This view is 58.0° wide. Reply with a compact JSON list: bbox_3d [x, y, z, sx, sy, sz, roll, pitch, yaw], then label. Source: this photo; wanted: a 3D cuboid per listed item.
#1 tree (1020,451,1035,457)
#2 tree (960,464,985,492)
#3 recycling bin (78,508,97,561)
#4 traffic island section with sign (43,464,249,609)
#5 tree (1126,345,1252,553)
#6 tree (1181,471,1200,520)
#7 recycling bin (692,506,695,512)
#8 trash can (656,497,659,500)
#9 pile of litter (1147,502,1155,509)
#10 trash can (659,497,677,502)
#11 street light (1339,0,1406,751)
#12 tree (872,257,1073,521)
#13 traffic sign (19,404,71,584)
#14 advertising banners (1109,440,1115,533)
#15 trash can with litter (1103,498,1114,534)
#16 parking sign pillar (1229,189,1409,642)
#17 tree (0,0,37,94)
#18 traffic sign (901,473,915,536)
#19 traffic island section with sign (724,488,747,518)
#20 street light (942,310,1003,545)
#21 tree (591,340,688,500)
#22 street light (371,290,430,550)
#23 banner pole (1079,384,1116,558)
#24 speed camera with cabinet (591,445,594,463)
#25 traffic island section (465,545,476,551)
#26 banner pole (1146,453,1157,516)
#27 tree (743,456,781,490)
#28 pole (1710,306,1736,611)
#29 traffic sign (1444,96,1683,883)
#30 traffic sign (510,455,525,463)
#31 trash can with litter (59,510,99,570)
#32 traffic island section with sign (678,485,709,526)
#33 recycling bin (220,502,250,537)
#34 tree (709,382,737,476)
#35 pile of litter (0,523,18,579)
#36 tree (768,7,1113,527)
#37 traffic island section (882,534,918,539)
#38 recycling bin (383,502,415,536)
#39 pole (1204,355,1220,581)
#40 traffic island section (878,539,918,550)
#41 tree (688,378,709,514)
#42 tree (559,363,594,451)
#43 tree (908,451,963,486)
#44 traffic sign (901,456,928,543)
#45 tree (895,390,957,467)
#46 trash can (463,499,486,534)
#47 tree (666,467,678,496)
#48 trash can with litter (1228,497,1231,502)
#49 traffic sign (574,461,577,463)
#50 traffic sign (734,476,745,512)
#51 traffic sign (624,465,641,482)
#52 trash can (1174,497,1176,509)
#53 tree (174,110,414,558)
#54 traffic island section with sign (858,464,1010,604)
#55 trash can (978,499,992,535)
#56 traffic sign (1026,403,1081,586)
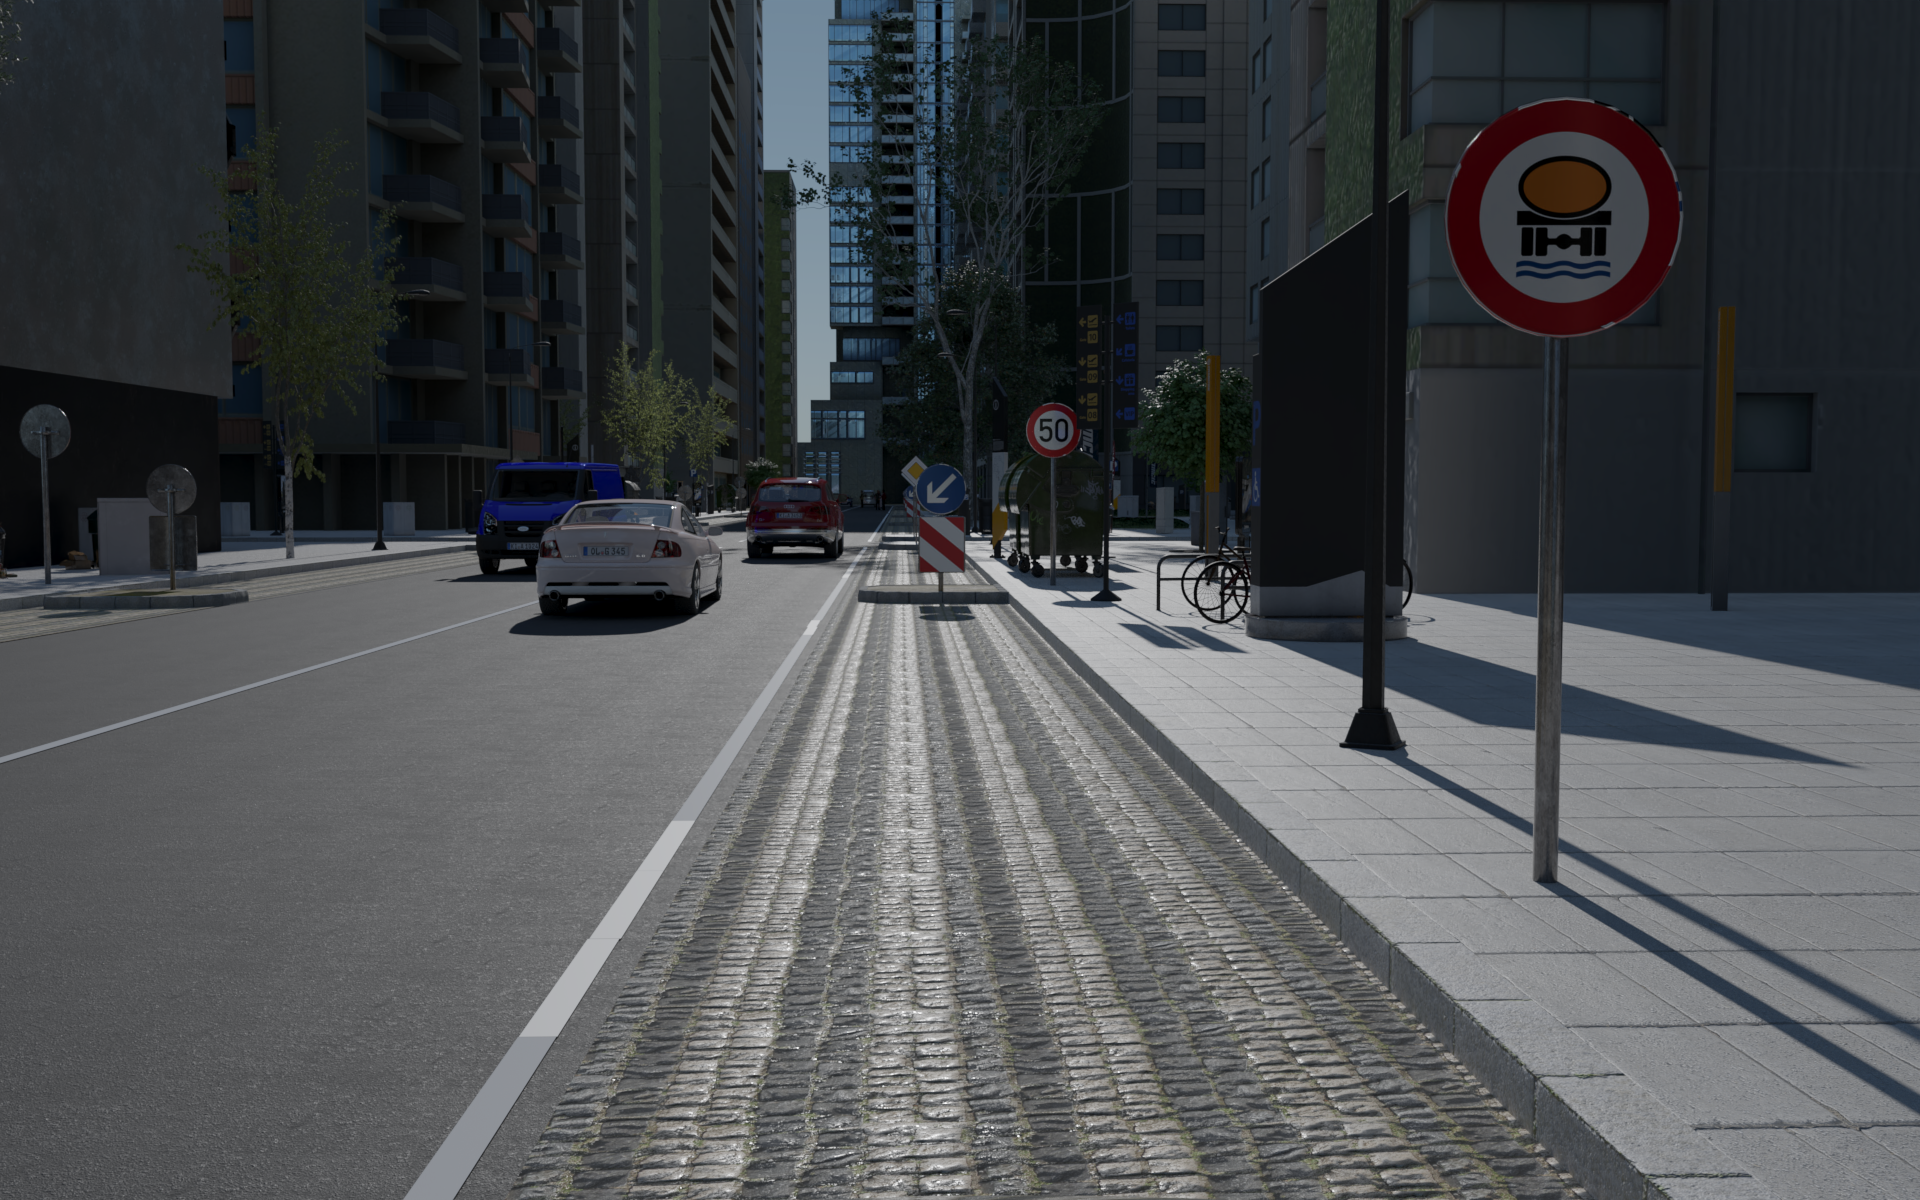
[{"bbox_3d":[2.187,-2.888,41.814,1.663,3.219,1.824,0,3,0],"label":"tree"},{"bbox_3d":[0.611,-6.087,94.122,1.663,3.219,1.824,0,3,0],"label":"tree"},{"bbox_3d":[-15.766,-1.192,32.051,0.722,1.027,0.722,1,4,16],"label":"recycling bin"},{"bbox_3d":[-10.412,-0.845,22.438,1.989,1.847,2.006,0,4,-2],"label":"traffic island section with sign"},{"bbox_3d":[5.386,-3.330,38.163,4.285,4.588,4.351,0,3,0],"label":"tree"},{"bbox_3d":[11.546,-5.491,84.387,1.663,3.219,1.824,0,3,0],"label":"tree"},{"bbox_3d":[-18.422,-6.693,121.984,0.722,1.027,0.722,-1,4,-22],"label":"recycling bin"},{"bbox_3d":[-17.478,-5.486,101.349,0.748,1.137,0.748,0,3,0],"label":"trash can"},{"bbox_3d":[11.073,-5.287,100.400,1.719,0.858,1.176,1,4,18],"label":"pile of litter"},{"bbox_3d":[-15.166,-4.838,90.752,0.748,1.137,0.748,0,3,0],"label":"trash can"},{"bbox_3d":[1.563,-2.208,8.640,1.470,5.913,1.316,0,4,-2],"label":"street light"},{"bbox_3d":[0.644,-10.198,83.748,9.611,12.733,9.660,0,3,0],"label":"tree"},{"bbox_3d":[-12.989,-1.498,24.593,0.768,2.556,0.104,0,4,6],"label":"traffic sign"},{"bbox_3d":[4.968,-3.723,57.057,0.090,3.025,2.074,0,4,-1],"label":"advertising banners"},{"bbox_3d":[4.334,-2.670,55.036,1.055,1.170,0.624,-1,4,-12],"label":"trash can with litter"},{"bbox_3d":[3.306,-1.657,15.564,1.447,3.967,1.447,0,4,-2],"label":"parking sign pillar"},{"bbox_3d":[-13.491,-6.348,14.165,12.009,13.543,11.850,0,3,0],"label":"tree"},{"bbox_3d":[-1.419,-3.036,53.278,0.795,2.450,0.064,0,4,-2],"label":"traffic sign"},{"bbox_3d":[-13.229,-5.893,104.982,1.989,1.847,2.006,0,4,-2],"label":"traffic island section with sign"},{"bbox_3d":[0.365,-4.359,43.819,1.470,5.913,1.316,0,4,-2],"label":"street light"},{"bbox_3d":[-15.428,-8.082,82.498,4.360,8.622,3.978,0,3,0],"label":"tree"},{"bbox_3d":[-12.749,-4.096,39.516,1.470,5.913,1.316,0,4,-2],"label":"street light"},{"bbox_3d":[2.706,-2.728,34.612,0.863,3.779,0.401,-1,4,-13],"label":"banner pole"},{"bbox_3d":[-14.414,-4.564,68.955,0.660,3.252,2.038,-1,4,-14],"label":"speed camera with cabinet"},{"bbox_3d":[-11.510,-1.391,45.029,2.009,0.180,2.903,0,4,-2],"label":"traffic island section"},{"bbox_3d":[9.330,-5.795,84.761,0.863,3.779,0.401,3,5,42],"label":"banner pole"},{"bbox_3d":[-16.990,-10.090,148.685,4.285,4.588,4.351,0,3,0],"label":"tree"},{"bbox_3d":[8.355,-1.537,18.967,0.158,3.312,0.155,0,3,0],"label":"pole"},{"bbox_3d":[1.941,-0.340,5.668,0.768,2.556,0.104,0,3,0],"label":"traffic sign"},{"bbox_3d":[-11.487,-2.528,44.968,0.795,2.450,0.064,0,4,-2],"label":"traffic sign"},{"bbox_3d":[-14.802,-1.118,29.668,0.624,1.170,1.055,2,4,32],"label":"trash can with litter"},{"bbox_3d":[-12.299,-4.219,77.609,1.989,1.847,2.006,0,4,-2],"label":"traffic island section with sign"},{"bbox_3d":[-22.089,-2.449,52.600,0.722,1.027,0.722,2,4,24],"label":"recycling bin"},{"bbox_3d":[-16.786,-9.963,113.257,4.360,8.622,3.978,0,3,0],"label":"tree"},{"bbox_3d":[-15.145,-0.771,26.576,1.176,0.858,1.719,-2,4,-29],"label":"pile of litter"},{"bbox_3d":[-0.701,-13.006,68.531,12.611,20.169,13.585,0,3,0],"label":"tree"},{"bbox_3d":[-1.396,-1.901,53.356,2.009,0.180,2.903,0,4,-2],"label":"traffic island section"},{"bbox_3d":[-17.311,-2.501,53.443,0.722,1.027,0.722,-3,5,-43],"label":"recycling bin"},{"bbox_3d":[3.731,-1.942,25.593,0.158,3.312,0.155,0,3,0],"label":"pole"},{"bbox_3d":[-1.124,-1.413,45.376,2.009,0.180,2.903,0,4,-2],"label":"traffic island section"},{"bbox_3d":[-16.274,-8.758,93.557,4.360,8.622,3.978,0,3,0],"label":"tree"},{"bbox_3d":[-22.123,-8.713,92.820,4.737,8.622,4.395,0,3,0],"label":"tree"},{"bbox_3d":[-1.364,-7.745,110.350,4.285,4.588,4.351,0,3,0],"label":"tree"},{"bbox_3d":[-1.148,-2.548,45.298,0.795,2.450,0.064,0,4,-2],"label":"traffic sign"},{"bbox_3d":[-1.687,-12.312,135.715,7.601,10.594,8.767,1,4,17],"label":"tree"},{"bbox_3d":[-15.468,-2.665,55.231,0.748,1.137,0.748,0,3,0],"label":"trash can"},{"bbox_3d":[-20.460,-7.749,121.296,1.663,3.219,1.824,0,3,0],"label":"tree"},{"bbox_3d":[14.914,-5.088,94.572,1.055,1.170,0.624,0,4,0],"label":"trash can with litter"},{"bbox_3d":[-11.758,-3.016,52.948,0.795,2.450,0.064,0,4,-2],"label":"traffic sign"},{"bbox_3d":[-15.961,-7.665,125.434,0.768,2.556,0.104,0,4,1],"label":"traffic sign"},{"bbox_3d":[-14.556,-4.687,76.633,0.884,2.594,0.081,0,4,6],"label":"traffic sign"},{"bbox_3d":[12.408,-5.528,102.034,0.748,1.137,0.748,0,3,0],"label":"trash can"},{"bbox_3d":[-13.147,-5.140,34.397,4.737,8.622,4.395,0,3,0],"label":"tree"},{"bbox_3d":[-0.379,-0.907,23.454,1.989,1.847,2.006,0,4,-2],"label":"traffic island section with sign"},{"bbox_3d":[0.901,-2.647,54.932,0.748,1.137,0.748,0,3,0],"label":"trash can"},{"bbox_3d":[1.307,-1.475,24.230,0.768,2.556,0.104,0,4,0],"label":"traffic sign"}]
